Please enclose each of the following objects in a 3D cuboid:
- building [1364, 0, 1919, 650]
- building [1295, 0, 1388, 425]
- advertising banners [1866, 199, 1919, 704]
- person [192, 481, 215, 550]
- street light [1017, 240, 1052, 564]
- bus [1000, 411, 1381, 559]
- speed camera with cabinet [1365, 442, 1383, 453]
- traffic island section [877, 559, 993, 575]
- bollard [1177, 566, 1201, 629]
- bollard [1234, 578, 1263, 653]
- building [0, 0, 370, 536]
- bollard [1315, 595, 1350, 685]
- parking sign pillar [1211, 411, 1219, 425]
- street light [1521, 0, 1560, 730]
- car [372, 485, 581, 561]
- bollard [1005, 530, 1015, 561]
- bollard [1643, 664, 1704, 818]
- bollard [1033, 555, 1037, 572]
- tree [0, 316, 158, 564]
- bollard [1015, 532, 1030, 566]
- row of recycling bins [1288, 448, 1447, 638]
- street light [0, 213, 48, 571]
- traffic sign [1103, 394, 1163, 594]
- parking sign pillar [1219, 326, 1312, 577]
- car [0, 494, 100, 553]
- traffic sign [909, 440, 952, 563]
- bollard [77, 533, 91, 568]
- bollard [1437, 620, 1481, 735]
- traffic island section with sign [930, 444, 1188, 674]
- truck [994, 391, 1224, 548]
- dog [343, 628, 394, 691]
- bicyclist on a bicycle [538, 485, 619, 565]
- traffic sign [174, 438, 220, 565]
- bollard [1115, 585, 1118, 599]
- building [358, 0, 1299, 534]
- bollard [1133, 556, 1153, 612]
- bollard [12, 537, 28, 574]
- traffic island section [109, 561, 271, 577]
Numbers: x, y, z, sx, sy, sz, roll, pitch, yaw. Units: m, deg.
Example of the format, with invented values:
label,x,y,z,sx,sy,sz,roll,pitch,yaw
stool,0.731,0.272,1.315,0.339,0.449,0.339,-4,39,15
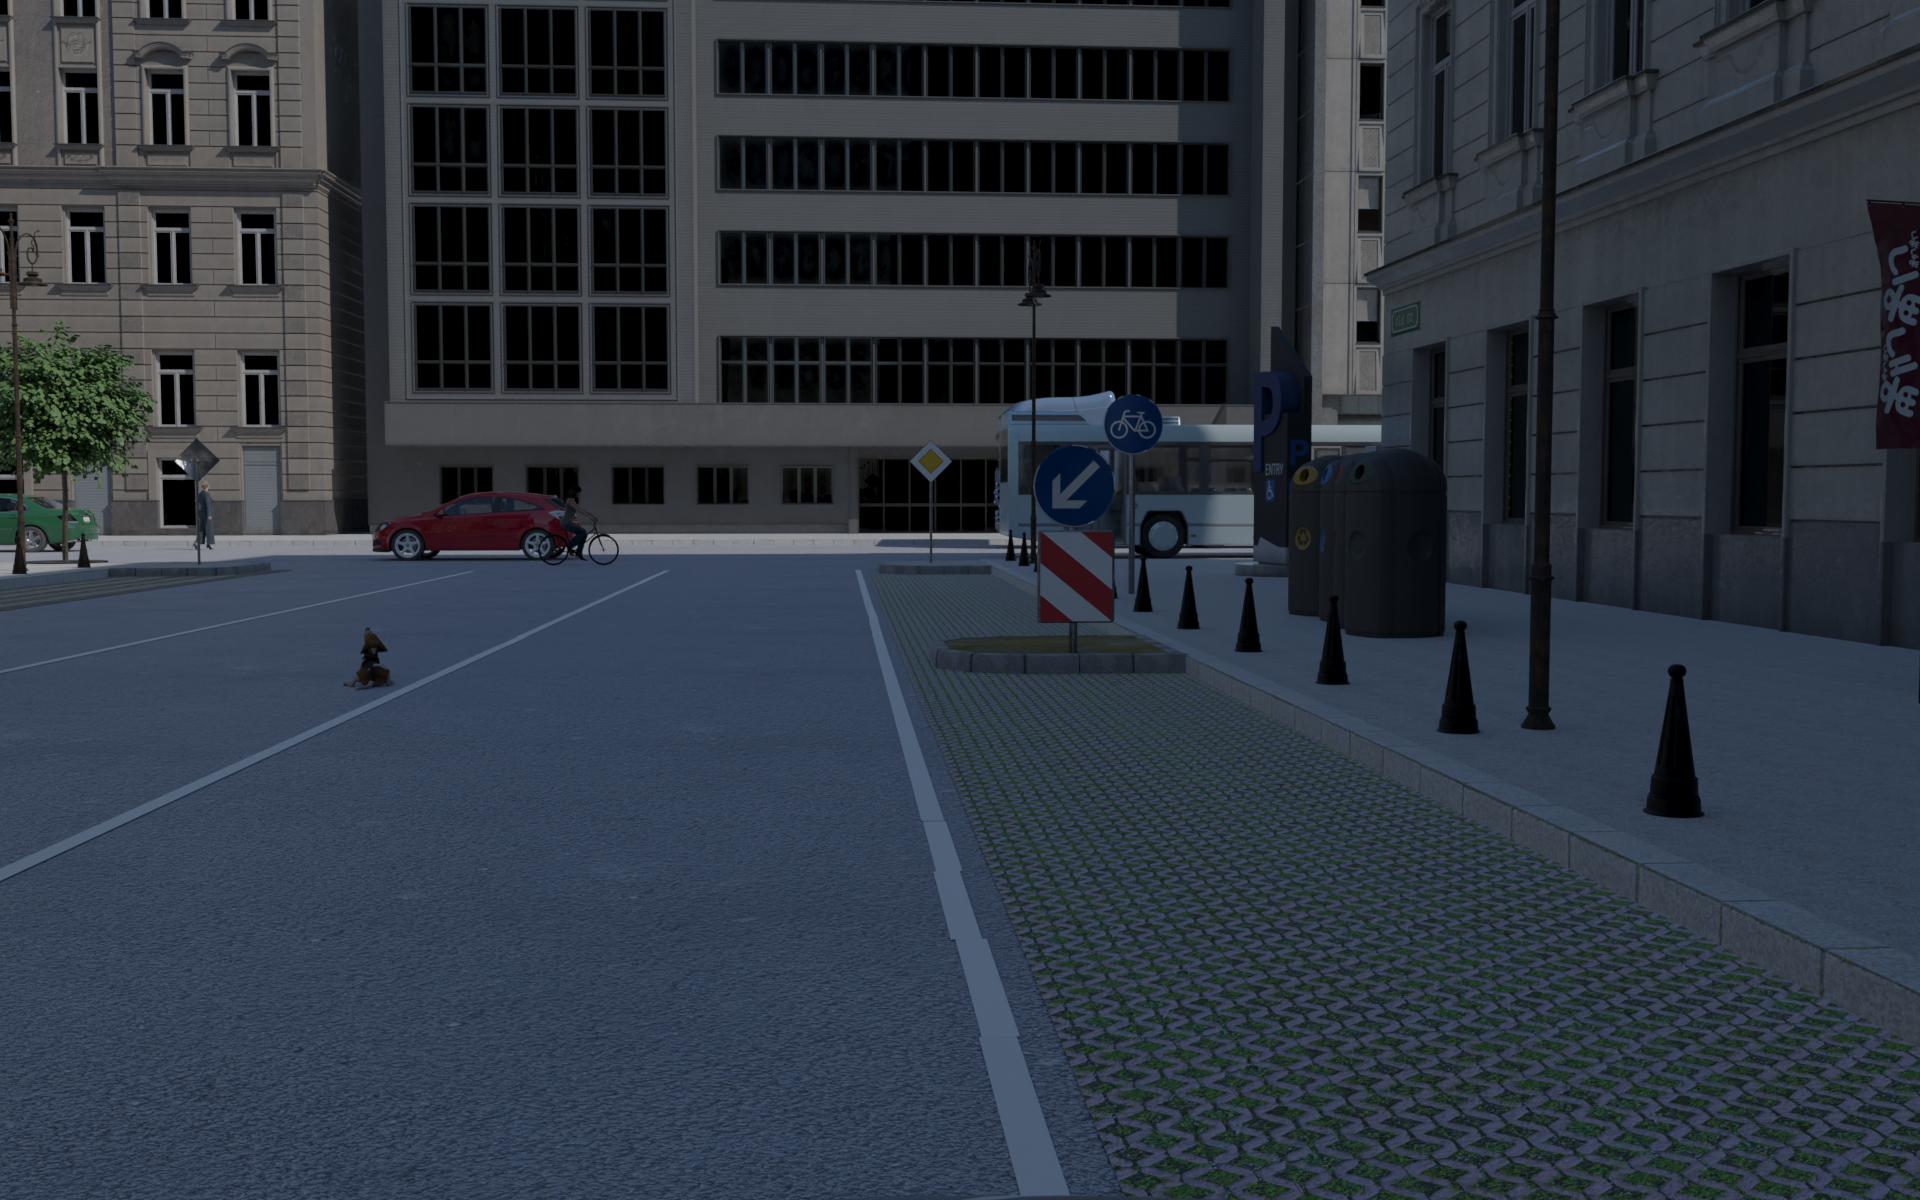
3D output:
label,x,y,z,sx,sy,sz,roll,pitch,yaw
building,16.220,-14.072,6.494,17.030,29.872,44.131,0,4,-4
building,20.693,-14.897,61.581,19.932,24.808,12.078,0,4,-4
advertising banners,6.369,-0.886,10.668,2.074,3.025,0.090,-1,4,-17
person,-19.381,-2.174,44.459,0.576,1.772,0.534,1,4,15
street light,1.353,-3.607,31.759,0.468,5.910,1.993,0,4,-4
bus,7.596,-2.736,39.597,13.247,3.499,2.948,0,4,-3
speed camera with cabinet,7.565,-2.286,31.711,0.660,3.252,2.038,0,4,-3
traffic island section,-0.520,-0.610,32.261,2.009,0.180,2.903,0,4,-4
bollard,2.179,-0.028,16.497,0.229,0.601,0.229,0,3,0
bollard,2.353,0.118,14.109,0.229,0.601,0.229,0,3,0
building,-32.106,-15.919,57.546,25.104,27.353,12.463,0,4,-4
bollard,2.525,0.264,11.721,0.229,0.601,0.229,0,3,0
parking sign pillar,7.468,-3.842,51.284,1.447,3.967,1.447,2,4,28
street light,3.170,-2.234,9.316,0.468,5.910,1.993,0,4,-4
car,-10.577,-1.768,37.949,4.494,1.783,2.155,0,4,-4
bollard,0.974,-1.053,33.255,0.229,0.601,0.229,0,3,0
bollard,2.868,0.556,6.944,0.229,0.601,0.229,0,3,0
bollard,1.317,-0.760,28.462,0.229,0.601,0.229,0,3,0
tree,-16.660,-2.961,32.129,4.285,4.588,4.351,0,3,0
bollard,1.145,-0.906,30.857,0.229,0.601,0.229,0,3,0
row of recycling bins,3.995,-0.610,17.083,1.069,1.692,3.534,0,3,0
street light,-15.604,-3.417,28.650,0.468,5.910,1.993,0,4,-4
traffic sign,2.205,-1.351,22.192,0.768,2.556,0.104,0,4,-3
parking sign pillar,5.080,-2.375,27.301,1.447,3.967,1.447,-1,4,-13
car,-24.125,-1.915,43.104,4.920,1.459,2.131,0,4,-3
traffic sign,-0.543,-1.746,32.182,0.795,2.450,0.064,0,4,-4
bollard,-15.261,-0.863,30.153,0.229,0.601,0.229,0,3,0
bollard,2.691,0.410,9.332,0.229,0.601,0.229,0,3,0
traffic island section with sign,0.759,-0.368,14.640,1.989,1.847,2.006,0,4,-4
truck,9.647,-3.485,46.731,18.799,4.110,2.967,0,4,-4
dog,-4.502,0.438,13.027,0.550,0.427,0.748,1,4,18
bicyclist on a bicycle,-7.664,-1.515,34.788,1.625,1.676,1.499,0,4,-5
traffic sign,-13.754,-1.689,31.254,0.795,2.450,0.064,0,4,-4
bollard,1.836,-0.321,21.292,0.229,0.601,0.229,0,3,0
building,-4.308,-14.783,60.777,30.058,24.678,14.314,0,4,-4
bollard,2.000,-0.175,18.903,0.229,0.601,0.229,0,3,0
bollard,-15.087,-0.717,27.765,0.229,0.601,0.229,0,3,0
traffic island section,-13.777,-0.552,31.314,2.009,0.180,2.903,0,4,-4
